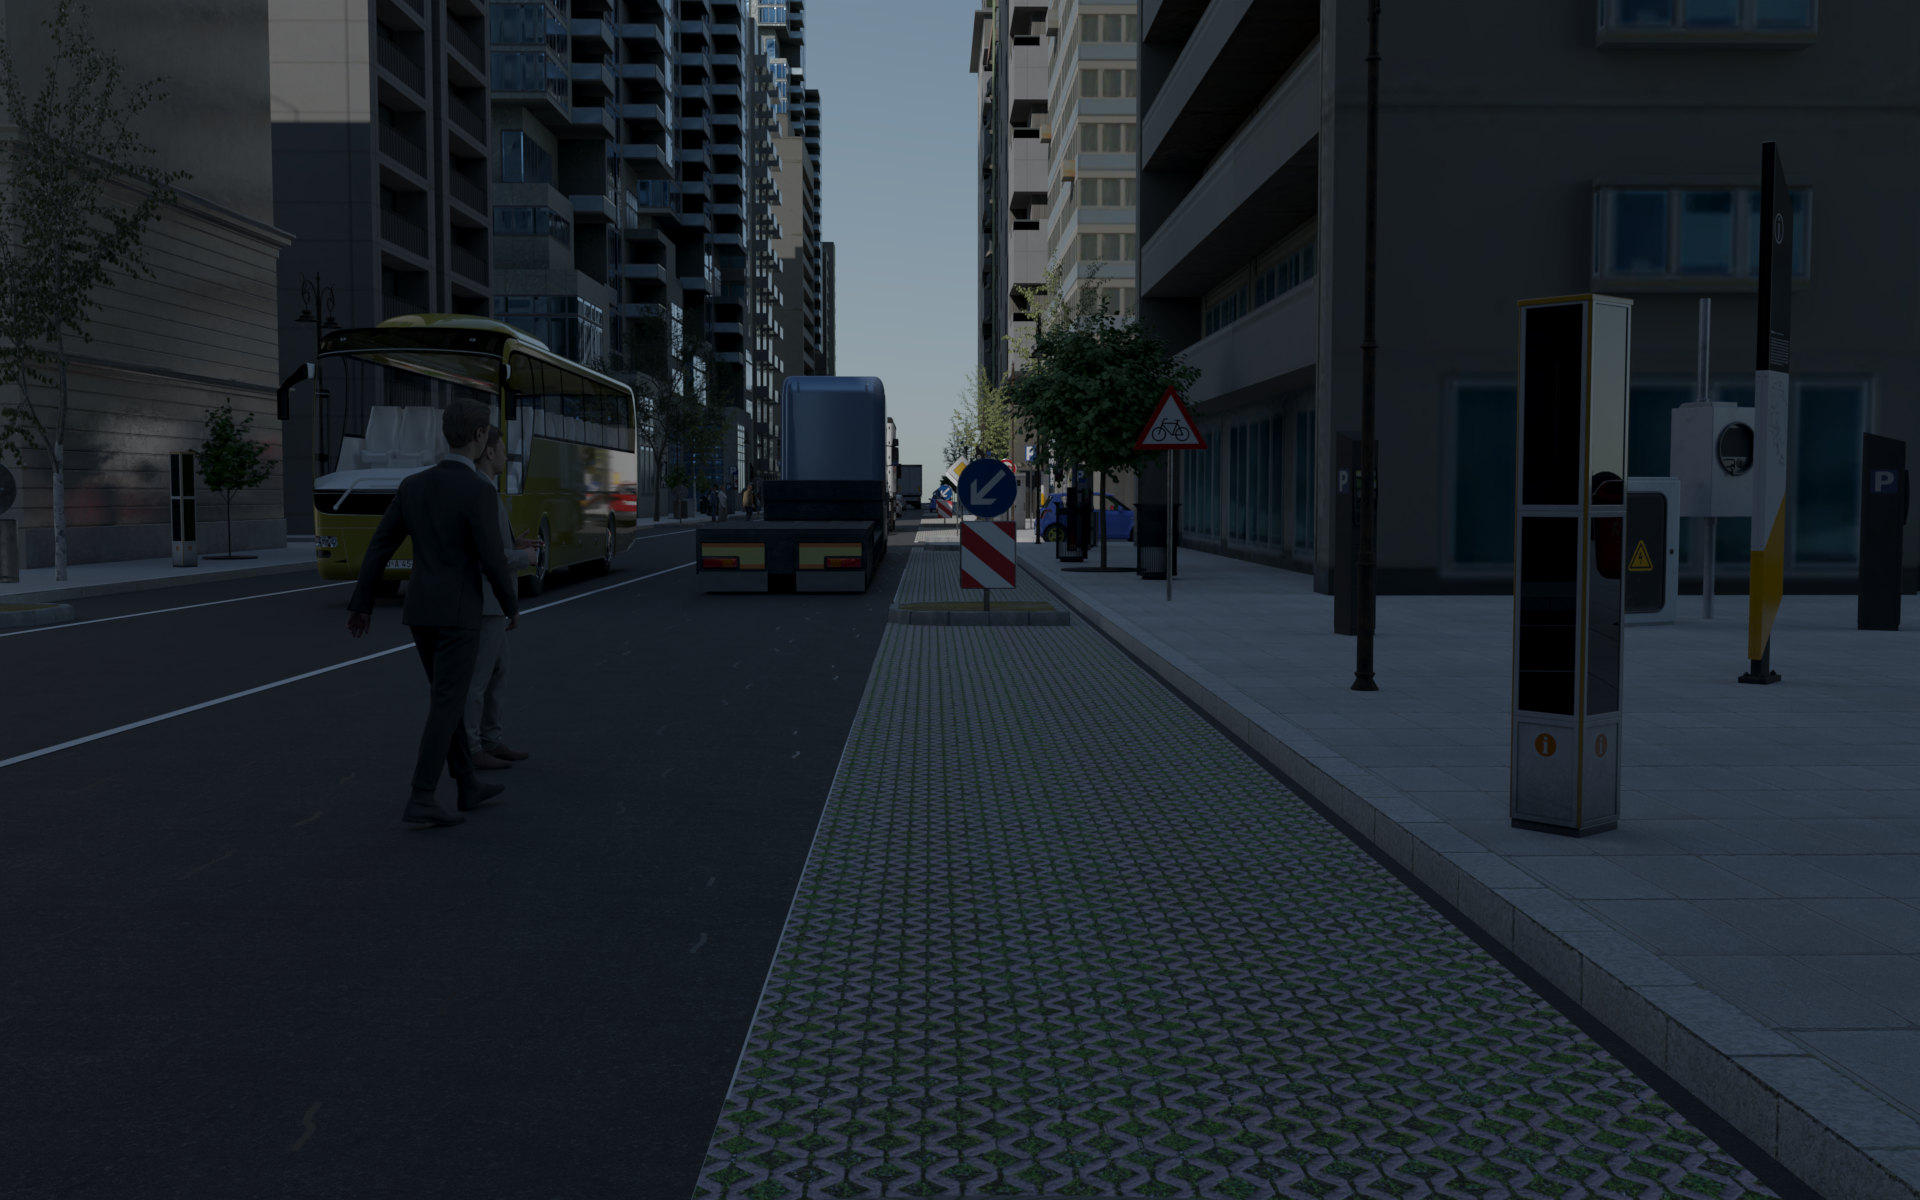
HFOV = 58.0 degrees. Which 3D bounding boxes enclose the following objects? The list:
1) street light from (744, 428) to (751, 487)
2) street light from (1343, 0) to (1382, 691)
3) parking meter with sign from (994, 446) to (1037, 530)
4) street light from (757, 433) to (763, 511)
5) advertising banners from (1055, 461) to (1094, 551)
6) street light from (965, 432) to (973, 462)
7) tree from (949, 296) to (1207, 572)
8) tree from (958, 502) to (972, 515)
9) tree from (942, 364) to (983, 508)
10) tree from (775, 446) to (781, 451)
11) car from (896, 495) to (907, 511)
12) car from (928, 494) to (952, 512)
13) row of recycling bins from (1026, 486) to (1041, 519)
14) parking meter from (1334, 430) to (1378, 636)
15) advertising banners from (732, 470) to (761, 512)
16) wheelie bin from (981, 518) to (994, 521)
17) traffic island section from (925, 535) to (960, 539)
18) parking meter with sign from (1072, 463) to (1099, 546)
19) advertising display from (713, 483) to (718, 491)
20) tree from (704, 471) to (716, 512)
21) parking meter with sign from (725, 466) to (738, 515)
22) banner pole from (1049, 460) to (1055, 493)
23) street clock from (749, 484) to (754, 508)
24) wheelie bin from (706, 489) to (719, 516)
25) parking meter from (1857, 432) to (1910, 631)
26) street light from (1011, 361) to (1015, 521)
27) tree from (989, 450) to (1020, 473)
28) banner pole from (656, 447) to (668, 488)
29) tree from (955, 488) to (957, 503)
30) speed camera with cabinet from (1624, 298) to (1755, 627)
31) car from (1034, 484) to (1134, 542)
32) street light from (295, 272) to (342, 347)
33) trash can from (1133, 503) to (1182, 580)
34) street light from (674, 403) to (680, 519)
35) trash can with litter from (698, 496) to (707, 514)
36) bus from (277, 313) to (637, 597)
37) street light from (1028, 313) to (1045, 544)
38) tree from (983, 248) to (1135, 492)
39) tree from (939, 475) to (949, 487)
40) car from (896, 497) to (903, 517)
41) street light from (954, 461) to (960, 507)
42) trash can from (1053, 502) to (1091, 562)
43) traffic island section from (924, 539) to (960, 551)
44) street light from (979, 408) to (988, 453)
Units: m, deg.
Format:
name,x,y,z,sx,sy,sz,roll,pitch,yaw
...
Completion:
name,x,y,z,sx,sy,sz,roll,pitch,yaw
street light,-14.896,-9.069,121.071,0.468,5.910,1.993,0,4,-1
street light,2.651,-2.348,11.171,0.468,5.910,1.993,0,4,-1
parking meter with sign,1.957,-4.022,62.019,1.738,3.016,0.543,-3,5,-42
street light,-14.909,-9.564,129.157,0.468,5.910,1.993,0,4,-1
advertising banners,2.534,-2.613,38.916,0.090,3.025,2.074,2,4,29
street light,0.828,-9.387,126.262,0.468,5.910,1.993,0,4,-1
tree,2.380,-2.768,28.977,4.285,4.588,4.351,0,3,0
tree,1.067,-6.872,106.953,1.663,3.219,1.824,0,3,0
tree,1.624,-8.975,97.103,4.737,8.622,4.395,0,3,0
tree,-16.844,-18.013,204.882,12.009,13.543,11.850,0,3,0
car,-5.641,-8.452,150.558,2.083,1.381,4.827,0,4,1
car,-1.572,-7.853,137.990,1.945,1.707,3.694,0,4,-1
row of recycling bins,2.848,-5.070,90.004,3.534,1.692,1.069,1,4,18
parking meter,3.606,-0.615,15.767,0.255,1.863,0.399,-1,4,-15
advertising banners,-15.240,-7.775,123.308,2.074,3.025,0.090,0,4,0
wheelie bin,1.350,-4.500,81.487,0.980,1.594,0.693,0,4,3
traffic island section,-0.058,-1.862,52.727,2.009,0.180,2.903,0,4,-1
parking meter with sign,2.987,-2.787,41.832,0.543,3.016,1.738,1,4,16
advertising display,-14.723,-6.073,104.506,0.123,1.923,0.974,-1,4,-19
tree,-18.482,-7.877,123.385,1.663,3.219,1.824,0,3,0
parking meter with sign,-14.370,-6.843,108.142,0.543,3.016,1.738,1,4,8
banner pole,5.074,-6.601,97.944,0.863,3.779,0.401,1,4,14
street clock,-14.781,-7.228,122.753,0.358,2.002,0.471,-2,4,-33
wheelie bin,-14.319,-5.670,100.614,0.693,1.594,0.980,1,4,13
parking meter,8.705,-0.648,16.311,0.399,1.863,0.255,2,4,29
street light,1.831,-5.342,60.126,0.468,5.910,1.993,0,4,-1
tree,1.927,-4.973,75.910,1.663,3.219,1.824,0,3,0
banner pole,-15.819,-6.220,91.711,0.863,3.779,0.401,-3,5,-43
tree,-0.484,-16.139,258.478,1.663,3.219,1.824,0,3,0
speed camera with cabinet,6.989,-1.397,17.173,2.038,3.252,0.660,-2,4,-24
car,3.900,-2.363,48.221,3.694,1.707,1.945,0,4,-1
street light,-13.345,-3.877,36.178,0.468,5.910,1.993,0,4,-1
trash can,2.959,-0.878,26.006,0.748,1.137,0.748,0,3,0
street light,-14.258,-7.007,87.349,0.468,5.910,1.993,0,4,-1
trash can with litter,-16.574,-6.120,111.448,0.624,1.170,1.055,-1,4,-16
bus,-7.216,-2.192,27.387,2.896,3.916,12.252,0,4,-3
street light,2.004,-4.374,44.297,0.468,5.910,1.993,0,4,-1
tree,3.452,-6.271,52.901,4.737,8.622,4.395,0,3,0
tree,-1.269,-16.324,250.606,4.285,4.588,4.351,0,3,0
car,-4.583,-5.829,107.658,2.083,1.381,4.827,0,4,0
street light,-0.068,-12.118,170.910,0.468,5.910,1.993,0,4,-1
trash can,2.111,-1.286,32.686,0.748,1.137,0.748,0,3,0
traffic island section,0.078,-1.374,44.743,2.009,0.180,2.903,0,4,-1
street light,1.251,-7.364,93.193,0.468,5.910,1.993,0,4,-1
